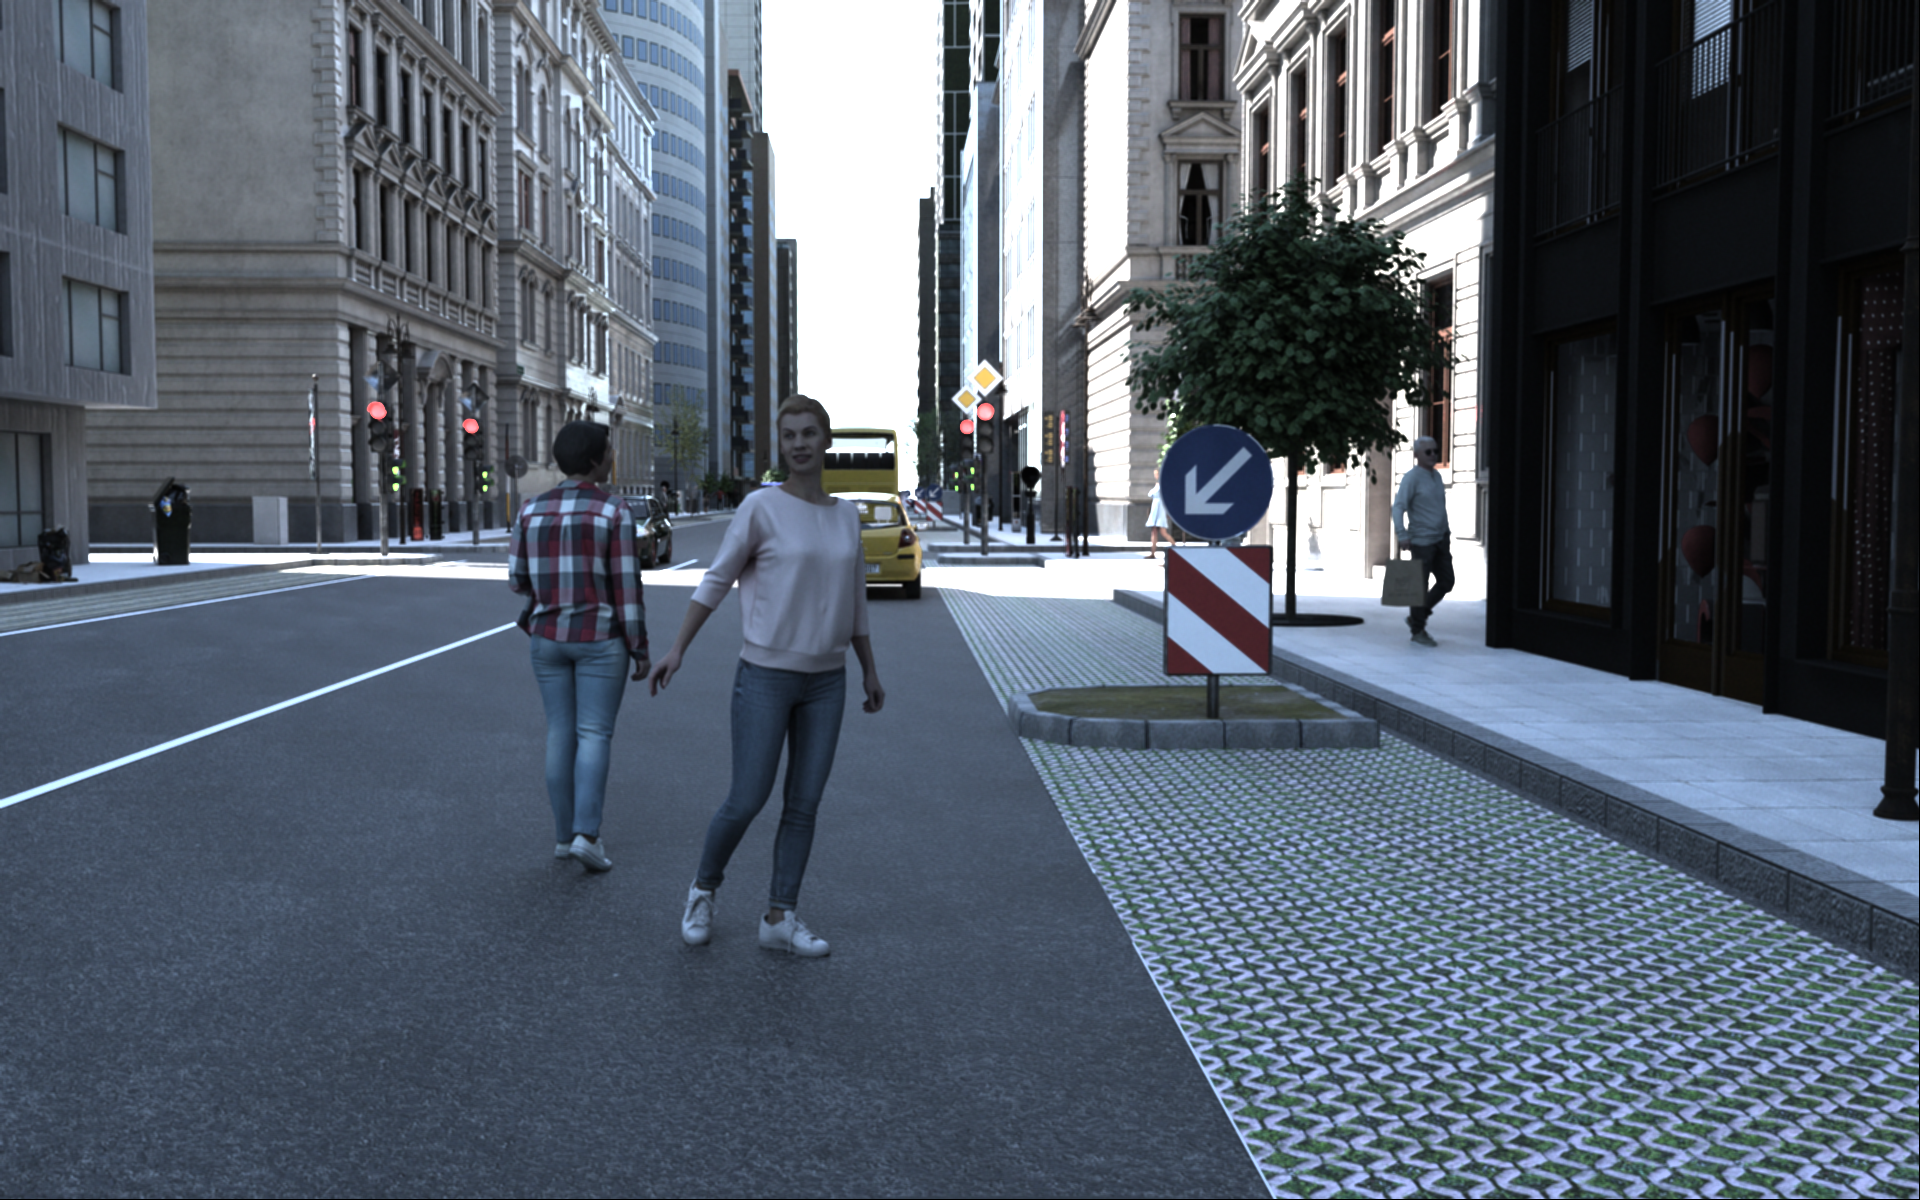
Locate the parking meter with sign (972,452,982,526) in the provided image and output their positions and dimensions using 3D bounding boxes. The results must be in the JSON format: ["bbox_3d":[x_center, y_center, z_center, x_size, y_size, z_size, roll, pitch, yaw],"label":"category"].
[{"bbox_3d":[0.680,-4.541,70.509,0.543,3.016,1.738,0,4,0],"label":"parking meter with sign"}]

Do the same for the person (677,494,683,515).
[{"bbox_3d":[-17.137,-5.833,105.665,0.590,1.304,0.306,-2,4,-34],"label":"person"}]

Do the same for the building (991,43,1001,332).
[{"bbox_3d":[9.149,-18.352,87.438,14.401,28.519,23.554,0,4,-2],"label":"building"}]

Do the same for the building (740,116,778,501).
[{"bbox_3d":[-29.458,-34.198,209.253,14.600,45.320,14.200,0,4,-2],"label":"building"}]

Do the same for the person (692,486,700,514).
[{"bbox_3d":[-16.998,-6.426,111.287,0.590,1.801,0.661,2,4,35],"label":"person"}]

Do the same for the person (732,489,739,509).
[{"bbox_3d":[-19.546,-8.838,150.991,0.683,1.767,0.568,1,4,11],"label":"person"}]

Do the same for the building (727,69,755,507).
[{"bbox_3d":[-32.592,-31.878,175.826,22.147,44.769,28.867,0,4,-2],"label":"building"}]

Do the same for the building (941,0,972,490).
[{"bbox_3d":[9.833,-52.008,163.008,22.319,86.520,31.000,0,4,-2],"label":"building"}]

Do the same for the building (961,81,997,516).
[{"bbox_3d":[6.521,-17.843,109.753,12.078,24.808,19.932,0,4,-2],"label":"building"}]

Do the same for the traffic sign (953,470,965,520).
[{"bbox_3d":[0.033,-5.271,86.282,0.768,2.556,0.104,0,4,2],"label":"traffic sign"}]

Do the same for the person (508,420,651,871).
[{"bbox_3d":[-1.496,0.158,6.747,0.563,1.720,0.643,1,4,18],"label":"person"}]

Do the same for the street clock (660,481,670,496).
[{"bbox_3d":[-16.328,-5.589,95.952,0.471,2.002,0.358,0,4,5],"label":"street clock"}]

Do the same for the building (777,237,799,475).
[{"bbox_3d":[-32.313,-35.772,268.464,14.154,41.232,14.086,0,4,-2],"label":"building"}]

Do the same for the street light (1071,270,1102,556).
[{"bbox_3d":[2.612,-3.858,35.863,0.468,5.910,1.993,0,4,-2],"label":"street light"}]

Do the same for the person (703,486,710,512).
[{"bbox_3d":[-18.111,-7.211,123.578,0.705,1.869,1.348,-2,4,-26],"label":"person"}]

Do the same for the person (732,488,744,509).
[{"bbox_3d":[-19.145,-8.667,147.764,1.348,1.821,0.705,-1,4,-12],"label":"person"}]

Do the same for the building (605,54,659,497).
[{"bbox_3d":[-24.807,-19.055,97.457,13.634,28.700,20.117,0,4,-2],"label":"building"}]

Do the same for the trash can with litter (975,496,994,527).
[{"bbox_3d":[0.905,-3.421,67.320,0.624,1.170,1.055,0,4,-3],"label":"trash can with litter"}]

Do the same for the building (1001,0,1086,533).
[{"bbox_3d":[8.200,-15.154,65.789,12.078,24.808,19.932,0,4,-2],"label":"building"}]

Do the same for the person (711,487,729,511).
[{"bbox_3d":[-18.344,-7.732,132.403,1.348,1.831,0.705,-1,4,-10],"label":"person"}]

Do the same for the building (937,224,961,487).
[{"bbox_3d":[4.441,-25.402,187.018,14.160,30.474,14.107,0,4,-2],"label":"building"}]

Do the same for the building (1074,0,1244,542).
[{"bbox_3d":[13.440,-13.545,50.335,19.941,23.489,11.050,0,4,-2],"label":"building"}]

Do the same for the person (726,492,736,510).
[{"bbox_3d":[-18.616,-8.144,140.029,1.217,1.723,0.721,2,4,25],"label":"person"}]

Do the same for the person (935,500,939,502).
[{"bbox_3d":[-1.951,-8.718,149.300,1.217,1.743,0.721,-1,4,-14],"label":"person"}]

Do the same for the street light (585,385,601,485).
[{"bbox_3d":[-15.613,-6.177,73.783,0.468,5.910,1.993,0,4,-2],"label":"street light"}]

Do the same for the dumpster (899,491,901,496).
[{"bbox_3d":[-7.456,-12.734,216.418,1.865,1.857,1.264,0,4,-4],"label":"dumpster"}]

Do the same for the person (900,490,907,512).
[{"bbox_3d":[-4.101,-7.053,124.482,0.621,1.740,0.551,-1,4,-14],"label":"person"}]

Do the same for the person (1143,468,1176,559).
[{"bbox_3d":[3.968,-1.713,34.142,0.778,1.811,0.616,-1,4,-17],"label":"person"}]

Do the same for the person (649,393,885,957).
[{"bbox_3d":[-0.668,0.229,5.424,0.598,1.740,0.731,3,5,43],"label":"person"}]

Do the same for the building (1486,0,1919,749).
[{"bbox_3d":[10.921,-10.801,6.281,12.332,23.373,15.834,0,4,-2],"label":"building"}]

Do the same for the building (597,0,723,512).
[{"bbox_3d":[-30.130,-36.072,131.783,21.231,58.520,28.212,0,4,-2],"label":"building"}]

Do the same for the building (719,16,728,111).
[{"bbox_3d":[-28.099,-30.833,154.222,14.600,45.320,14.200,0,4,-2],"label":"building"}]

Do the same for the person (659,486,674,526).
[{"bbox_3d":[-13.008,-4.127,76.367,0.834,1.777,0.661,0,4,-1],"label":"person"}]

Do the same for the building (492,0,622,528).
[{"bbox_3d":[-23.355,-17.634,75.710,14.401,28.519,23.554,0,4,-2],"label":"building"}]

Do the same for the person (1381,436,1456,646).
[{"bbox_3d":[3.842,-0.494,14.612,0.782,1.767,0.515,-3,5,-42],"label":"person"}]

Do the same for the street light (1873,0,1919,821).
[{"bbox_3d":[3.731,-2.074,6.704,0.468,5.910,1.993,0,4,-2],"label":"street light"}]

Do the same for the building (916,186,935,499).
[{"bbox_3d":[4.077,-39.394,267.793,21.300,48.544,21.600,0,4,-2],"label":"building"}]

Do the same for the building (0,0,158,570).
[{"bbox_3d":[-21.804,-21.009,27.092,14.086,41.232,14.154,0,4,-2],"label":"building"}]

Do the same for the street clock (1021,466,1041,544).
[{"bbox_3d":[1.814,-2.434,44.371,0.471,2.002,0.358,1,4,19],"label":"street clock"}]

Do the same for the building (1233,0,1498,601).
[{"bbox_3d":[11.095,-11.537,24.788,11.583,22.565,21.152,0,4,-2],"label":"building"}]

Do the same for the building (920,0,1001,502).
[{"bbox_3d":[4.713,-49.406,246.044,20.563,71.187,20.611,0,4,-2],"label":"building"}]

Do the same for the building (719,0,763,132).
[{"bbox_3d":[-33.908,-48.184,226.062,20.563,71.187,20.611,0,4,-2],"label":"building"}]

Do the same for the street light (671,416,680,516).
[{"bbox_3d":[-16.891,-7.960,102.936,0.468,5.910,1.993,0,4,-2],"label":"street light"}]

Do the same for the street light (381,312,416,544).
[{"bbox_3d":[-14.264,-4.364,44.147,0.468,5.910,1.993,0,4,-2],"label":"street light"}]

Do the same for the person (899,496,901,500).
[{"bbox_3d":[-4.657,-7.324,128.278,0.705,1.821,1.348,-2,4,-30],"label":"person"}]

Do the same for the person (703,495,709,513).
[{"bbox_3d":[-17.219,-6.522,117.350,0.362,1.253,0.373,0,4,6],"label":"person"}]

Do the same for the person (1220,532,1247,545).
[{"bbox_3d":[3.253,-0.650,20.952,0.425,1.301,0.394,-3,5,-42],"label":"person"}]

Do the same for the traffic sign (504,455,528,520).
[{"bbox_3d":[-14.483,-3.452,56.540,0.768,2.556,0.104,0,4,0],"label":"traffic sign"}]

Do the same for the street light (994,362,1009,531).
[{"bbox_3d":[1.426,-5.374,60.656,0.468,5.910,1.993,0,4,-2],"label":"street light"}]

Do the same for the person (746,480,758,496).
[{"bbox_3d":[-4.940,-1.999,41.530,0.721,1.781,0.623,2,4,32],"label":"person"}]

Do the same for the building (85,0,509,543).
[{"bbox_3d":[-21.305,-13.745,53.605,11.050,23.489,19.941,0,4,-2],"label":"building"}]

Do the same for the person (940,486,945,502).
[{"bbox_3d":[-1.118,-6.534,113.058,0.537,1.800,0.526,2,4,34],"label":"person"}]
